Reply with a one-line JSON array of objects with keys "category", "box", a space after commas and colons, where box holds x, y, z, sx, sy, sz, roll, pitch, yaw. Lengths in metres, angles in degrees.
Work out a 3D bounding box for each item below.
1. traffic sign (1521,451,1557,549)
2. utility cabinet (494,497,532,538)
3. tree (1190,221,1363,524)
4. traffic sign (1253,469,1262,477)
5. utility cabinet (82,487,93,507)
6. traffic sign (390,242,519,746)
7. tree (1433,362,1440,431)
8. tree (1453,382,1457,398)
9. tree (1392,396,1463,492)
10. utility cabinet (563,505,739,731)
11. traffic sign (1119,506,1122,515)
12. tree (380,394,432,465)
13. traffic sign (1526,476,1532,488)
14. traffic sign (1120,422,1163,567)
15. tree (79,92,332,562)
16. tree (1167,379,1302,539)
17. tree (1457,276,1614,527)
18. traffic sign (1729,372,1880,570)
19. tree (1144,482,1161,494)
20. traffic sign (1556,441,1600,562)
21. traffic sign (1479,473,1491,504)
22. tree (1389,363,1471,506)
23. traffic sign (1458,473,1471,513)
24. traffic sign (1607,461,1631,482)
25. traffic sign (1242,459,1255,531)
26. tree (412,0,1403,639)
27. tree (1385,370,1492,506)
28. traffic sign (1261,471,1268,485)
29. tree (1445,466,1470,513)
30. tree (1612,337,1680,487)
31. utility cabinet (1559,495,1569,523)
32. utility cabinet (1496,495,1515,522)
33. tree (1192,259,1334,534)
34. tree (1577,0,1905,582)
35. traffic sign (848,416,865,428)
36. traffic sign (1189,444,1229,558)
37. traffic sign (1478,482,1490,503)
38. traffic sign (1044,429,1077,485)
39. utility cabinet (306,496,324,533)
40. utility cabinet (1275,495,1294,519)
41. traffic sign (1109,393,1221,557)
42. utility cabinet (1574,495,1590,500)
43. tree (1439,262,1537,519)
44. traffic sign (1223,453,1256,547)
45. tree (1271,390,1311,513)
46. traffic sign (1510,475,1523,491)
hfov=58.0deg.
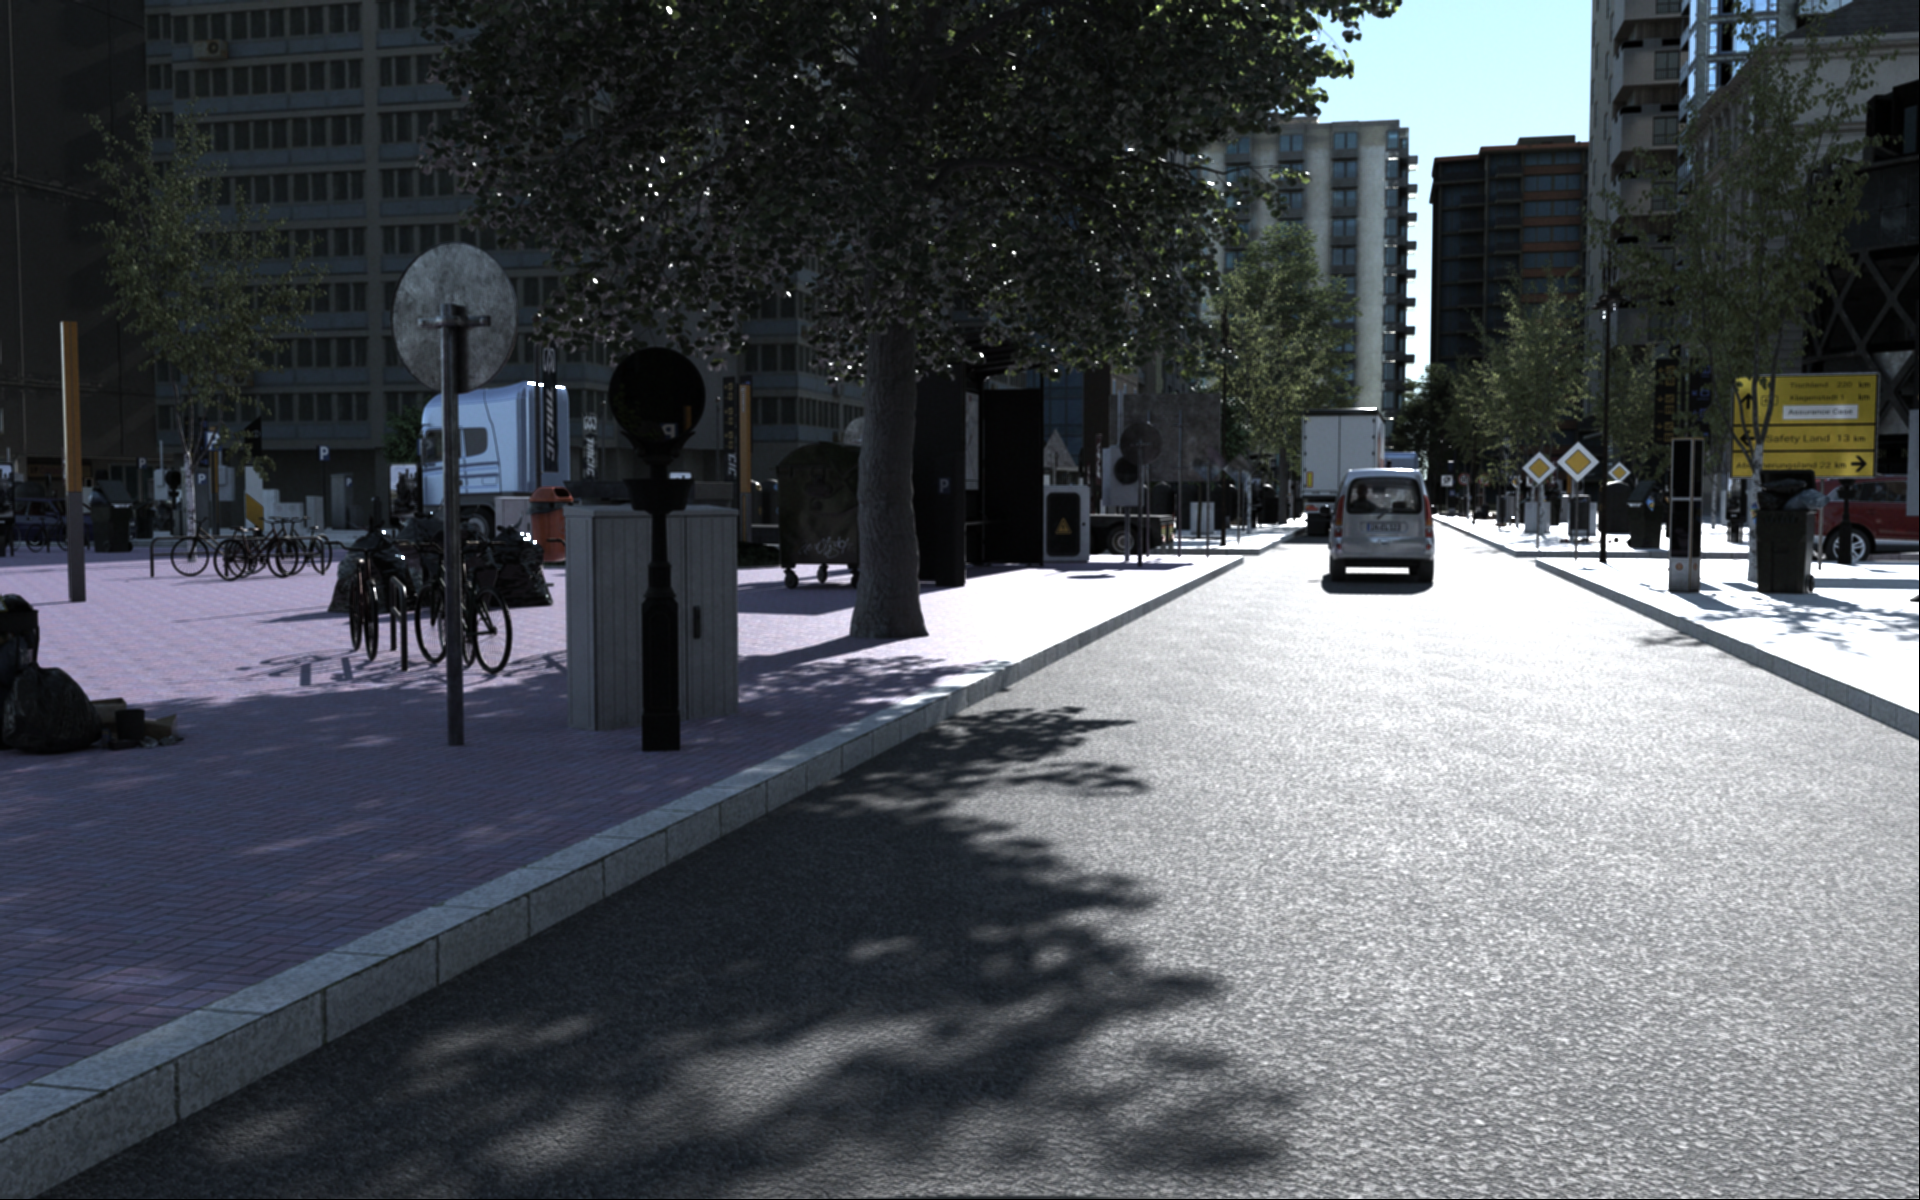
[{"category": "traffic sign", "box": [13.548, -2.259, 40.570, 0.795, 2.450, 0.064, 1, 4, 13]}, {"category": "utility cabinet", "box": [-9.678, -1.636, 37.905, 0.306, 1.237, 1.020, 2, 4, 35]}, {"category": "tree", "box": [13.235, -9.467, 72.917, 7.486, 12.596, 7.792, 0, 3, 0]}, {"category": "traffic sign", "box": [14.895, -5.348, 87.550, 0.768, 2.556, 0.104, 1, 4, 23]}, {"category": "utility cabinet", "box": [-27.363, -2.805, 54.539, 0.318, 1.500, 1.173, 2, 4, 27]}, {"category": "traffic sign", "box": [-2.579, -0.531, 8.782, 0.768, 2.556, 0.104, 1, 4, 20]}, {"category": "tree", "box": [26.189, -8.467, 88.801, 4.737, 8.622, 4.395, 0, 3, 0]}, {"category": "tree", "box": [21.499, -7.135, 67.016, 4.360, 8.622, 3.978, 0, 3, 0]}, {"category": "tree", "box": [45.762, -14.873, 168.936, 9.928, 11.665, 9.643, 0, 3, 0]}, {"category": "utility cabinet", "box": [-1.722, 0.084, 9.791, 0.306, 1.237, 1.020, 3, 5, 42]}, {"category": "traffic sign", "box": [4.266, -2.808, 46.023, 0.768, 2.556, 0.104, 1, 4, 18]}, {"category": "tree", "box": [-17.531, -4.486, 57.060, 4.285, 4.588, 4.351, 0, 3, 0]}, {"category": "traffic sign", "box": [31.553, -5.717, 95.595, 0.606, 2.300, 0.079, 1, 4, 20]}, {"category": "traffic sign", "box": [3.184, -1.865, 30.591, 0.768, 2.556, 0.104, 1, 4, 16]}, {"category": "tree", "box": [-14.280, -5.013, 32.317, 4.737, 8.622, 4.395, 0, 3, 0]}, {"category": "tree", "box": [6.819, -4.025, 49.520, 4.285, 4.588, 4.351, 0, 3, 0]}, {"category": "tree", "box": [19.826, -6.683, 59.627, 4.360, 8.622, 3.978, 0, 3, 0]}, {"category": "traffic sign", "box": [14.193, -2.161, 29.201, 2.265, 3.308, 0.079, 1, 4, 17]}, {"category": "tree", "box": [11.100, -6.437, 99.846, 1.663, 3.219, 1.824, 0, 3, 0]}, {"category": "traffic sign", "box": [11.684, -1.784, 32.805, 0.795, 2.450, 0.064, 1, 4, 13]}, {"category": "traffic sign", "box": [32.384, -6.531, 106.883, 0.768, 2.556, 0.104, 1, 4, 21]}, {"category": "tree", "box": [41.021, -14.142, 149.354, 7.486, 12.596, 7.792, 0, 3, 0]}, {"category": "traffic sign", "box": [30.295, -6.358, 104.064, 0.768, 2.556, 0.104, 1, 4, 21]}, {"category": "traffic sign", "box": [23.331, -3.679, 61.343, 0.795, 2.450, 0.064, 1, 4, 22]}, {"category": "traffic sign", "box": [9.761, -3.638, 59.588, 0.768, 2.556, 0.104, 1, 4, 15]}, {"category": "tree", "box": [-0.585, -6.651, 15.396, 9.857, 13.997, 8.962, 0, 3, 0]}, {"category": "tree", "box": [35.655, -11.937, 129.583, 8.767, 10.594, 7.601, -2, 4, -23]}, {"category": "traffic sign", "box": [16.883, -5.931, 97.081, 0.768, 2.556, 0.104, 1, 4, 16]}, {"category": "tree", "box": [33.702, -7.514, 117.449, 1.663, 3.219, 1.824, 0, 3, 0]}, {"category": "tree", "box": [32.062, -8.057, 82.087, 4.360, 8.622, 3.978, 0, 3, 0]}, {"category": "utility cabinet", "box": [26.968, -4.104, 78.267, 1.020, 1.237, 0.306, 1, 4, 12]}, {"category": "utility cabinet", "box": [24.754, -4.123, 78.580, 0.306, 1.237, 1.020, -1, 4, -17]}, {"category": "tree", "box": [9.442, -6.393, 54.894, 4.360, 8.622, 3.978, 0, 3, 0]}, {"category": "tree", "box": [11.599, -4.591, 25.432, 4.737, 8.622, 4.395, 0, 3, 0]}, {"category": "traffic sign", "box": [-1.587, -1.729, 28.380, 0.768, 2.556, 0.104, 1, 4, 22]}, {"category": "traffic sign", "box": [4.935, -1.884, 34.440, 0.795, 2.450, 0.064, 1, 4, 13]}, {"category": "traffic sign", "box": [33.630, -6.809, 111.335, 0.884, 2.594, 0.081, 1, 4, 20]}, {"category": "traffic sign", "box": [1.895, -2.119, 34.649, 0.884, 2.594, 0.081, 1, 4, 20]}, {"category": "utility cabinet", "box": [-21.385, -2.831, 57.442, 0.306, 1.237, 1.020, -3, 4, -36]}, {"category": "utility cabinet", "box": [17.030, -4.887, 91.063, 1.020, 1.237, 0.306, 2, 4, 28]}, {"category": "traffic sign", "box": [4.135, -2.521, 35.097, 2.265, 3.308, 0.079, 1, 4, 15]}, {"category": "utility cabinet", "box": [32.884, -4.916, 91.531, 1.020, 1.237, 0.306, -2, 4, -34]}, {"category": "tree", "box": [17.842, -6.313, 53.580, 4.737, 8.622, 4.395, 0, 3, 0]}, {"category": "traffic sign", "box": [6.800, -2.359, 42.205, 0.795, 2.450, 0.064, 1, 4, 13]}, {"category": "tree", "box": [22.666, -10.067, 114.953, 4.737, 8.622, 4.395, 0, 3, 0]}, {"category": "traffic sign", "box": [33.553, -6.326, 104.613, 0.795, 2.450, 0.064, 1, 4, 20]}]
